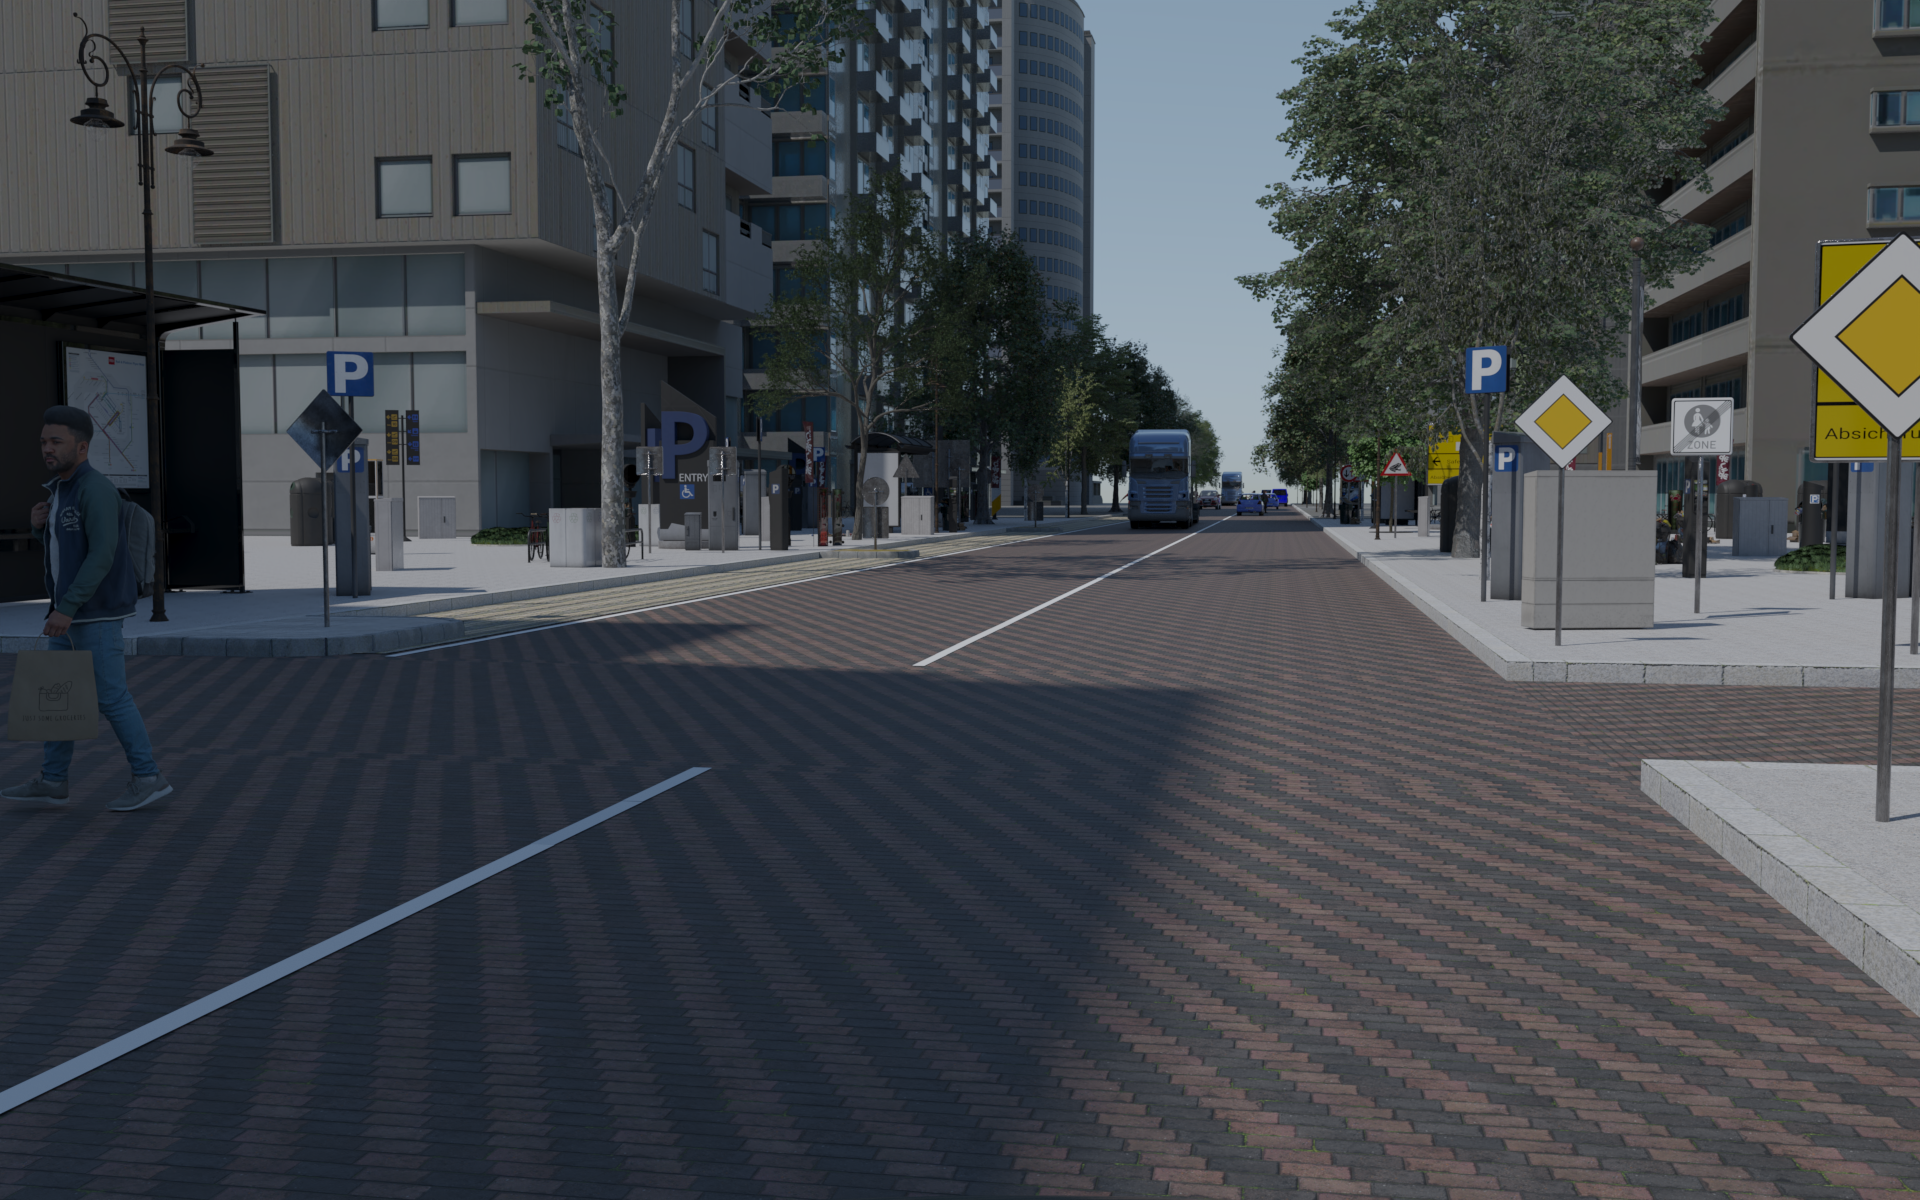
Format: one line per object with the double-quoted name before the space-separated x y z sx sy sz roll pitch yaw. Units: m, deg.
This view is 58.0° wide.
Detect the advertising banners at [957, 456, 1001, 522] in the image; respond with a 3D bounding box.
"advertising banners" 0.900 -5.085 79.323 2.074 3.025 0.090 0 4 -5

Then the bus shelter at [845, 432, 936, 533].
"bus shelter" -2.259 -3.976 58.938 2.014 3.302 5.546 1 4 11

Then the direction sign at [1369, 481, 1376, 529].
"direction sign" 15.324 -4.401 63.949 0.379 3.537 0.876 0 4 7

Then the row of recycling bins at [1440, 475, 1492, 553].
"row of recycling bins" 11.961 -1.962 39.196 3.534 1.692 1.069 -3 5 -44

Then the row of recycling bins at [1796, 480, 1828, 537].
"row of recycling bins" 26.347 -2.825 53.302 1.069 1.692 3.534 1 4 20

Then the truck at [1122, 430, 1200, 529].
"truck" 9.380 -5.411 78.233 2.967 4.110 18.799 1 4 9

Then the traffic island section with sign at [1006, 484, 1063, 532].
"traffic island section with sign" 2.872 -3.494 65.751 1.989 1.847 2.006 1 4 10

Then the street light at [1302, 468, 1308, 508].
"street light" 32.613 -11.612 162.638 0.468 5.910 1.993 1 4 10

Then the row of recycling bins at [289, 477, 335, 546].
"row of recycling bins" -16.423 -2.260 44.062 1.069 1.692 3.534 -1 4 -16

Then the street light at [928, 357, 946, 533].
"street light" -0.763 -5.141 56.842 0.468 5.910 1.993 1 4 10

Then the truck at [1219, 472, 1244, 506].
"truck" 33.690 -13.648 212.902 2.967 4.110 18.799 1 4 11

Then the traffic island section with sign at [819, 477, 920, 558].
"traffic island section with sign" -1.980 -1.872 39.235 1.989 1.847 2.006 1 4 10

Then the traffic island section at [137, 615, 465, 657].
"traffic island section" -6.126 0.341 16.706 2.009 0.180 2.903 1 4 10

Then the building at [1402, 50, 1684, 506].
"building" 66.436 -37.500 202.365 28.713 52.752 27.495 1 4 10

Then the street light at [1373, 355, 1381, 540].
"street light" 11.718 -4.626 48.429 0.468 5.910 1.993 1 4 10

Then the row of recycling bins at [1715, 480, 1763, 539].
"row of recycling bins" 22.752 -2.662 50.643 1.069 1.692 3.534 2 4 32

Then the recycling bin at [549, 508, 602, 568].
"recycling bin" -6.748 -1.100 30.534 0.722 1.027 0.722 1 4 19

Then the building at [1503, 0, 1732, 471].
"building" 42.003 -26.170 111.476 14.154 41.232 14.086 1 4 10

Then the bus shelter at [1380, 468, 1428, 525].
"bus shelter" 17.692 -4.599 69.113 2.014 3.302 5.546 1 4 10

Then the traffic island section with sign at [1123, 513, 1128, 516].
"traffic island section with sign" 11.851 -6.485 114.652 1.989 1.847 2.006 1 4 10

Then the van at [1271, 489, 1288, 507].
"van" 36.183 -11.754 196.555 2.240 2.365 5.245 1 4 8

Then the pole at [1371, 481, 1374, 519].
"pole" 21.004 -5.765 88.101 0.158 3.312 0.155 0 3 0

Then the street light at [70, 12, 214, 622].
"street light" -8.076 -2.722 17.285 0.468 5.910 1.993 1 4 10

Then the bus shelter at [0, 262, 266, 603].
"bus shelter" -10.278 -1.720 19.405 1.731 3.624 6.357 1 4 11

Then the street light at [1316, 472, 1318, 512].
"street light" 25.357 -9.187 122.991 0.468 5.910 1.993 1 4 10

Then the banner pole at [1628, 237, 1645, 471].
"banner pole" 6.709 -1.662 17.192 0.401 3.779 0.863 2 4 28

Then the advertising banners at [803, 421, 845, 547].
"advertising banners" -3.339 -2.822 42.321 0.090 3.025 2.074 2 4 24

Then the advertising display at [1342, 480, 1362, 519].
"advertising display" 17.508 -4.419 77.466 0.123 1.923 0.974 -3 5 -42

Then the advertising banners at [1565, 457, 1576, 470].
"advertising banners" 18.759 -3.599 55.027 0.090 3.025 2.074 -2 4 -30

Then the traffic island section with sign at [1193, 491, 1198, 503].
"traffic island section with sign" 26.592 -11.404 195.082 1.989 1.847 2.006 1 4 10

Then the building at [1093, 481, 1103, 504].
"building" 2.152 -32.800 228.165 32.217 40.220 23.993 1 4 10

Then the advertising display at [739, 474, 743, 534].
"advertising display" -6.761 -3.064 55.306 0.123 1.923 0.974 -2 4 -34

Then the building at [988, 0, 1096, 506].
"building" 3.588 -40.293 200.789 21.231 58.520 28.212 1 4 10

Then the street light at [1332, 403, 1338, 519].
"street light" 19.069 -7.045 87.979 0.468 5.910 1.993 1 4 10

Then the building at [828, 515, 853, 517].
"building" -14.292 -29.949 109.267 23.786 49.044 30.456 1 4 10

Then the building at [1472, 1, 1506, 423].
"building" 51.440 -31.349 132.169 23.786 49.044 30.456 1 4 10

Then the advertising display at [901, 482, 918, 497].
"advertising display" -2.700 -5.298 91.829 0.974 1.923 0.123 -1 4 -18

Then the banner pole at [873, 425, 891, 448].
"banner pole" -2.862 -4.433 62.493 0.863 3.779 0.401 -1 4 -19

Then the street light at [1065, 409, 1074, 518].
"street light" 5.808 -7.322 92.510 0.468 5.910 1.993 1 4 10

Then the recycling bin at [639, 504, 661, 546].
"recycling bin" -7.450 -1.851 42.817 0.722 1.027 0.722 2 4 26

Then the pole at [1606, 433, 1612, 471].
"pole" 21.711 -3.923 57.991 0.158 3.312 0.155 0 3 0

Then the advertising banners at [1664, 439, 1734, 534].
"advertising banners" 23.543 -3.607 55.161 2.074 3.025 0.090 0 4 5

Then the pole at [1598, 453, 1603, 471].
"pole" 31.430 -5.579 85.062 0.158 3.312 0.155 0 3 0

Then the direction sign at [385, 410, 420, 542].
"direction sign" -15.015 -3.347 46.717 0.876 3.537 0.379 -1 4 -10

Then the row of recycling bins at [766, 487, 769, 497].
"row of recycling bins" -11.164 -5.221 92.483 1.069 1.692 3.534 1 4 20

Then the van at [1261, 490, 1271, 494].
"van" 42.025 -14.182 236.267 2.240 2.365 5.245 1 4 12
